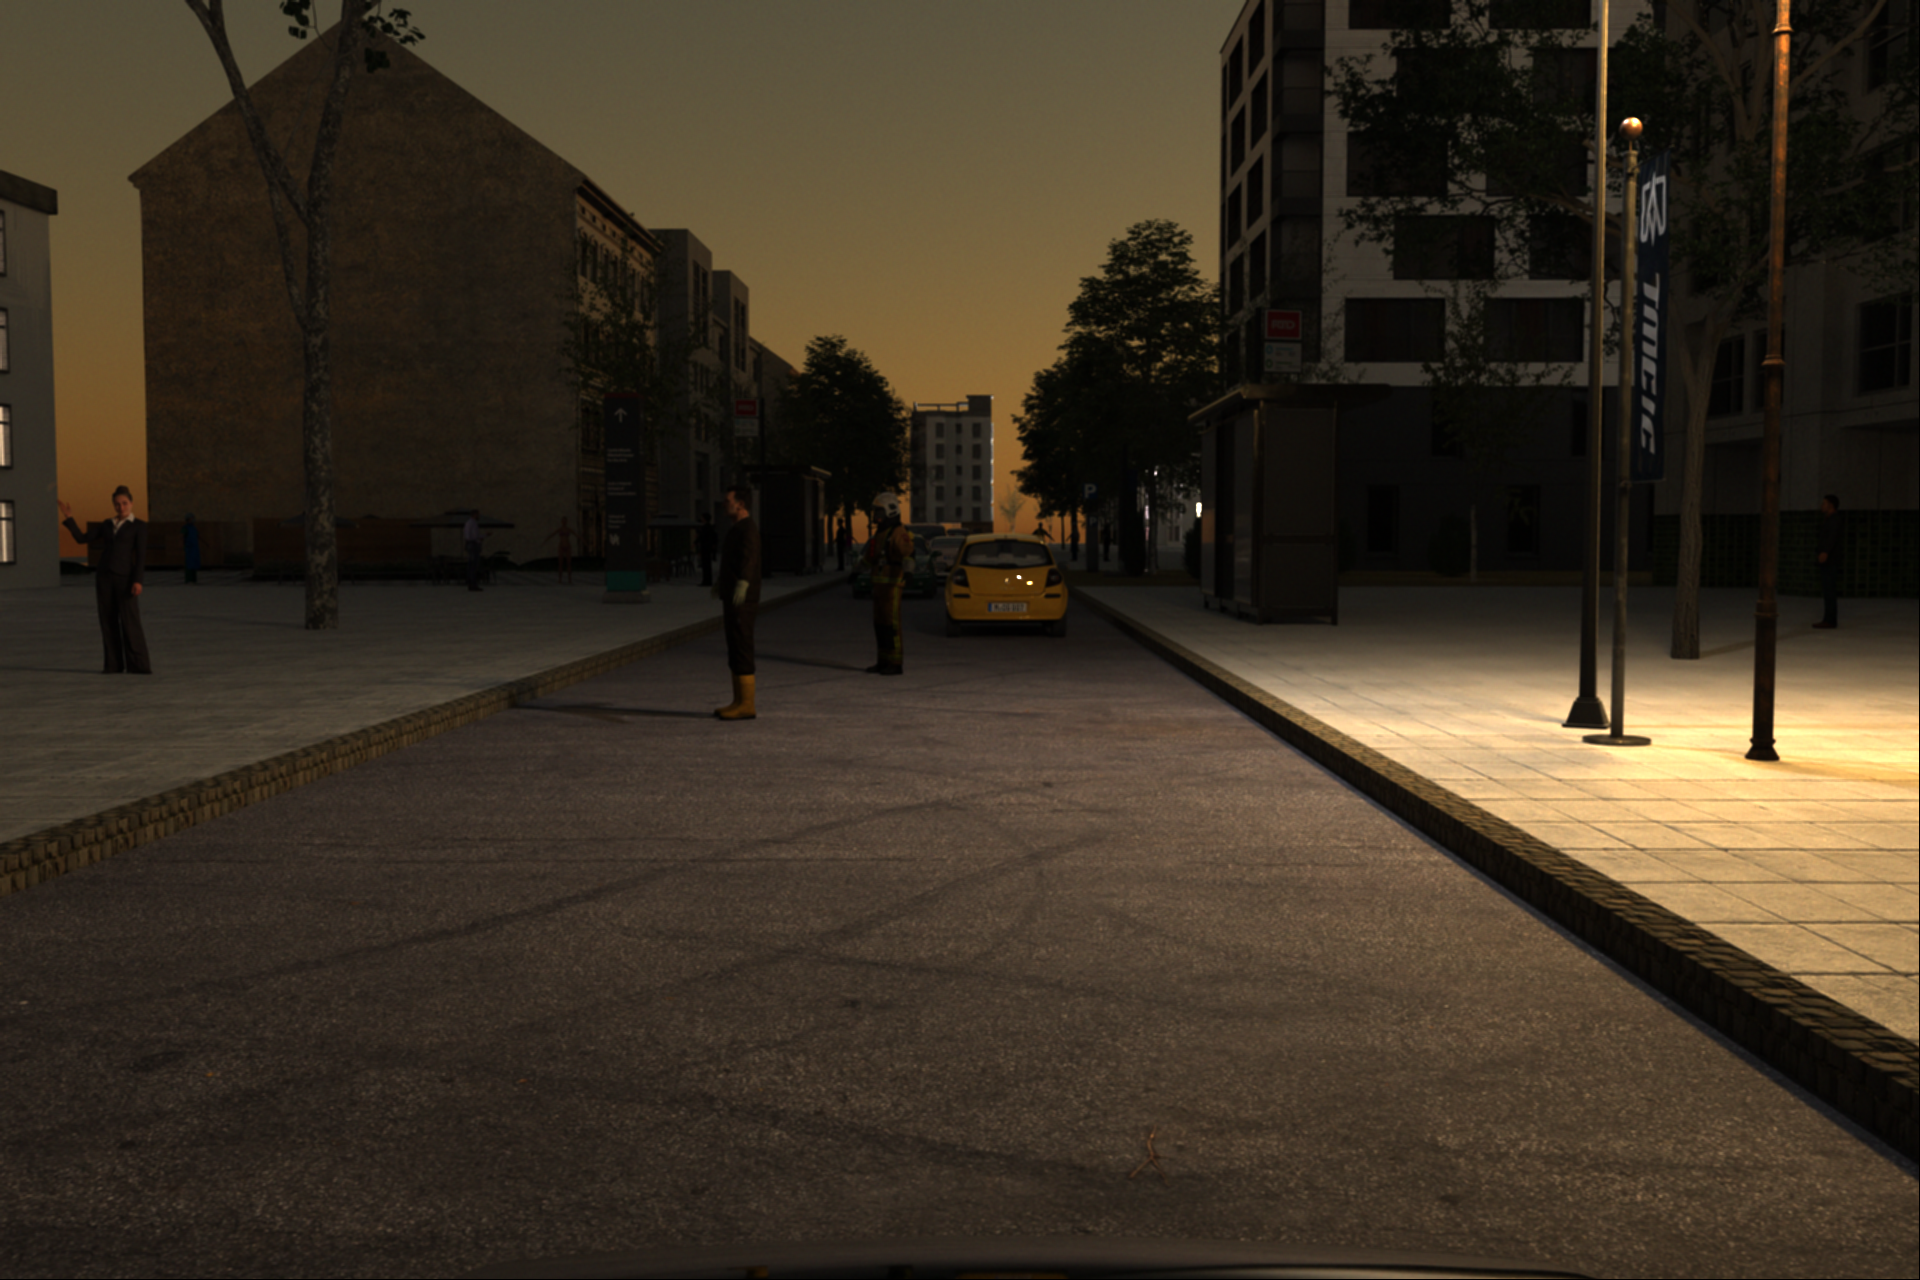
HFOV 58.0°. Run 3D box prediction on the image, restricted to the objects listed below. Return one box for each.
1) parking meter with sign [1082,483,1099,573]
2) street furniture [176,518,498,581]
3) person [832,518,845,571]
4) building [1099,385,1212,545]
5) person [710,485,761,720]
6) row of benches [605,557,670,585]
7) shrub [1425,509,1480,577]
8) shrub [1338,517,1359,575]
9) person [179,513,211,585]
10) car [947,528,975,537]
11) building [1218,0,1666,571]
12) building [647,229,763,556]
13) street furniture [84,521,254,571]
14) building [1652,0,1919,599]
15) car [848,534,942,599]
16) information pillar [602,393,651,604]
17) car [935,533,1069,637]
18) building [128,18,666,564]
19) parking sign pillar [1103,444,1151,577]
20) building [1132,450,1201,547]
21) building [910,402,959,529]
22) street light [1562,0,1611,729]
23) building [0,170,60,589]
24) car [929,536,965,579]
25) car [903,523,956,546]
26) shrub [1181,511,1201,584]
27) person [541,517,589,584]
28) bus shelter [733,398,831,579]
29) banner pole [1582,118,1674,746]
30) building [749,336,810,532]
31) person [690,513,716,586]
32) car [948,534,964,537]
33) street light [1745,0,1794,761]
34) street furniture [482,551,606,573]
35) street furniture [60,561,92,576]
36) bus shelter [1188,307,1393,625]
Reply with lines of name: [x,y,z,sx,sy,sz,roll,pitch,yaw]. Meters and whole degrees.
parking meter with sign: [4.435,-3.802,58.421,0.543,3.016,1.738,0,4,0]
street furniture: [-16.690,-2.636,49.949,11.010,1.723,9.812,-1,4,-21]
person: [-4.192,-3.330,60.376,0.705,1.837,1.347,1,4,8]
building: [26.455,-21.133,211.976,16.747,18.905,31.486,0,4,1]
person: [-1.744,-0.298,13.466,0.704,1.812,1.346,-1,4,-15]
row of benches: [-8.391,-1.828,45.357,1.422,0.672,4.104,0,4,5]
shrub: [14.805,-2.915,52.081,1.690,2.028,1.600,0,3,0]
shrub: [11.707,-3.052,54.321,1.690,2.028,1.600,0,3,0]
person: [-19.336,-2.293,43.622,0.704,1.817,1.347,0,4,7]
car: [-0.136,-6.472,114.486,2.281,1.827,5.304,0,4,0]
building: [24.950,-14.190,75.980,27.936,21.610,32.646,0,4,0]
building: [-23.732,-15.297,116.571,16.747,18.905,31.486,0,4,1]
street furniture: [-27.492,-3.465,63.514,9.812,1.723,11.010,-1,4,-13]
building: [25.444,-9.806,26.782,16.747,18.905,31.486,0,4,1]
car: [-1.464,-1.718,39.889,2.131,1.459,4.920,0,4,0]
information pillar: [-6.199,-2.613,32.104,0.750,3.857,0.750,0,3,0]
car: [0.635,-0.931,25.446,2.015,1.641,3.980,0,4,0]
building: [-25.345,-15.384,82.456,19.493,23.208,18.063,0,4,1]
parking sign pillar: [5.045,-3.901,52.255,1.447,3.967,1.447,0,3,0]
building: [22.312,-14.613,181.074,9.099,9.664,28.070,0,4,1]
building: [-6.598,-23.309,239.986,11.380,20.090,16.016,0,4,3]
street light: [4.724,-2.374,11.357,1.470,5.913,1.316,0,4,0]
building: [-23.116,-5.282,28.503,9.099,9.664,28.070,0,4,1]
car: [-0.145,-2.264,49.373,2.083,1.381,4.827,0,4,1]
car: [-1.275,-3.199,60.975,2.281,1.827,5.304,0,4,0]
shrub: [6.509,-2.482,44.624,1.661,2.075,1.752,0,3,0]
person: [-10.231,-2.327,44.841,1.217,1.733,0.721,-1,4,-16]
bus shelter: [-5.518,-4.657,53.778,2.179,5.291,8.768,0,4,1]
banner pole: [4.034,-1.241,10.306,0.401,3.779,0.863,0,4,1]
building: [-24.666,-20.468,165.587,19.493,23.208,18.063,0,4,1]
person: [-6.259,-2.225,42.569,0.705,1.806,1.347,1,4,15]
car: [-0.380,-5.354,97.318,2.009,1.686,4.222,0,4,1]
street light: [4.572,-2.257,9.691,0.468,5.910,1.993,0,4,1]
street furniture: [-14.943,-2.820,61.735,5.734,0.657,10.072,0,4,-4]
street furniture: [-30.405,-2.118,50.263,10.072,0.657,5.734,-3,5,-40]
bus shelter: [5.012,-3.106,28.423,2.179,5.291,8.768,0,4,0]
